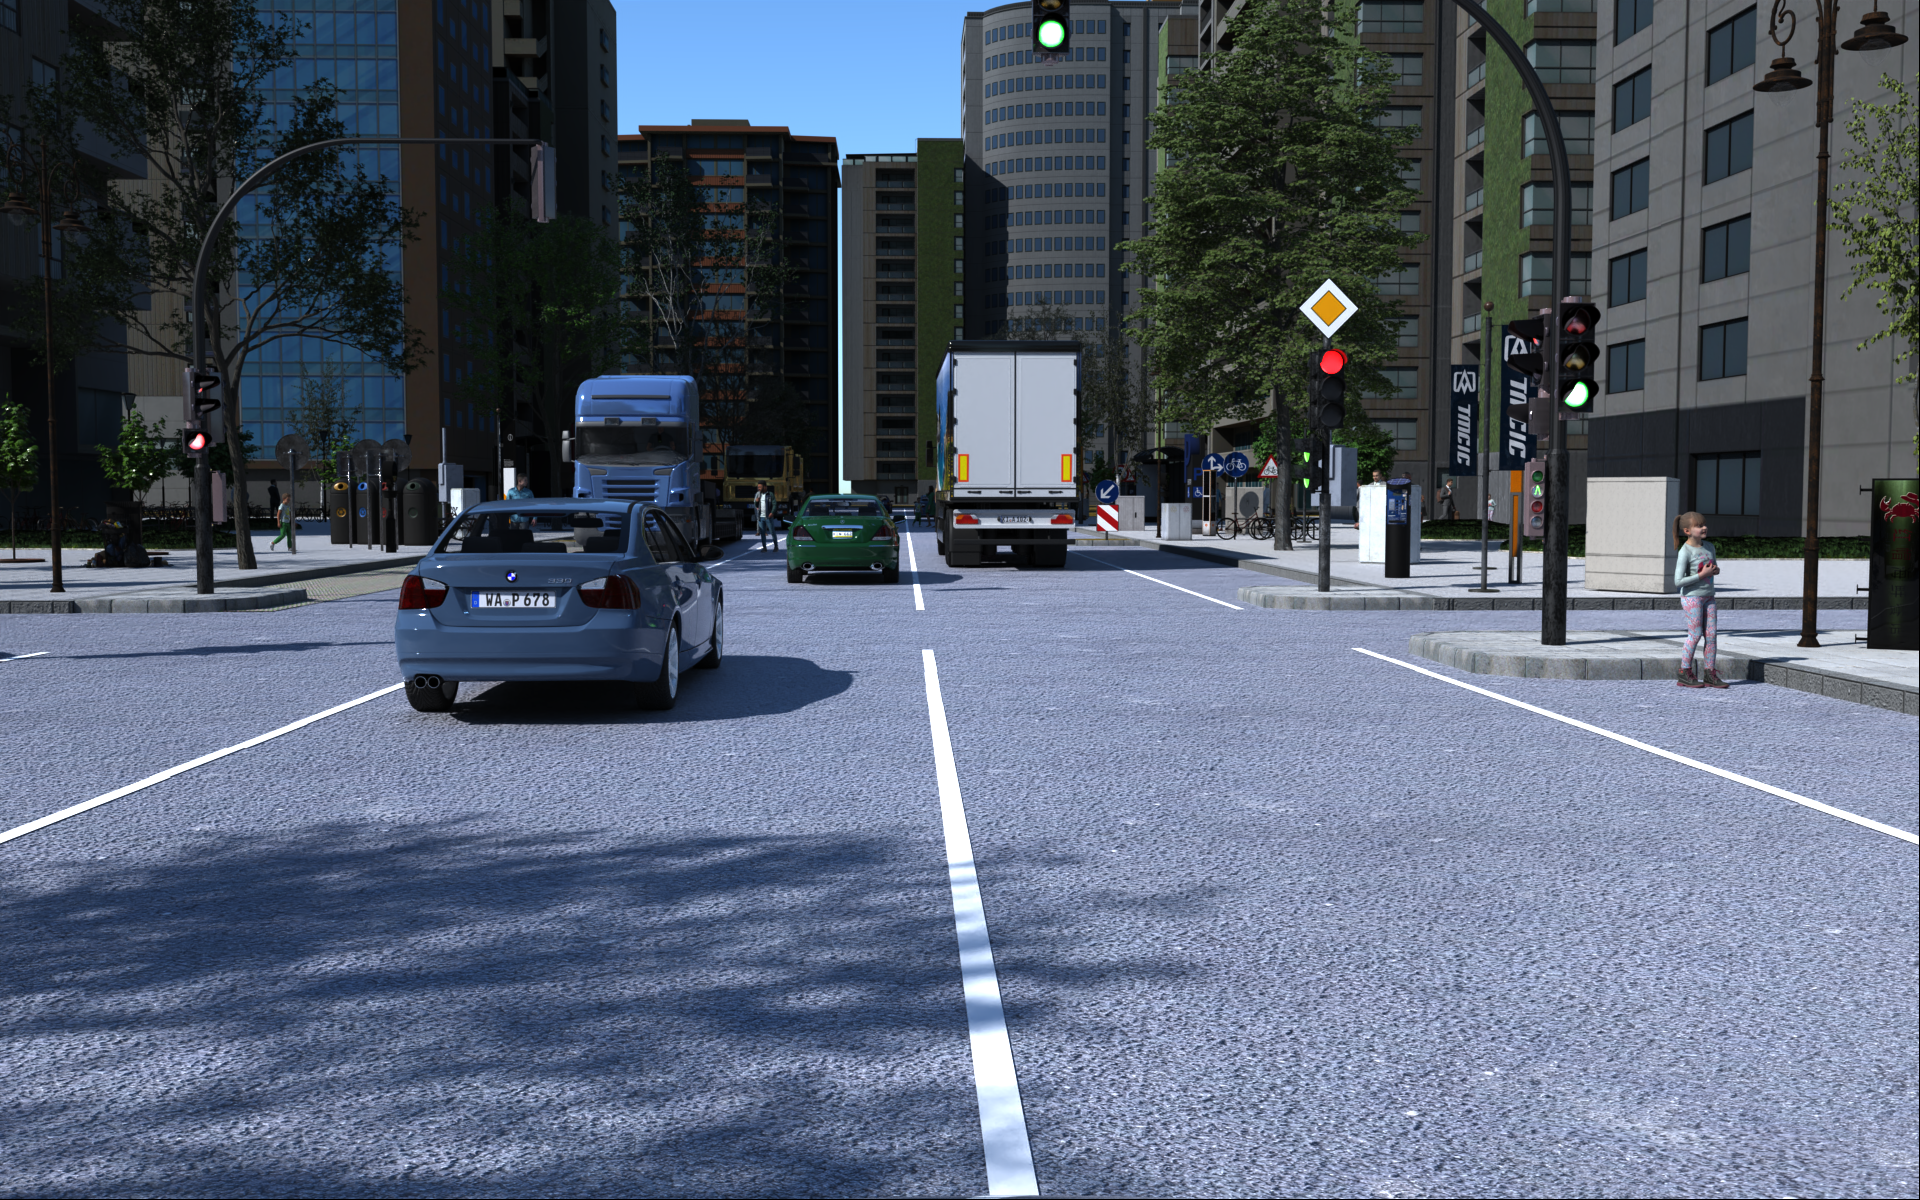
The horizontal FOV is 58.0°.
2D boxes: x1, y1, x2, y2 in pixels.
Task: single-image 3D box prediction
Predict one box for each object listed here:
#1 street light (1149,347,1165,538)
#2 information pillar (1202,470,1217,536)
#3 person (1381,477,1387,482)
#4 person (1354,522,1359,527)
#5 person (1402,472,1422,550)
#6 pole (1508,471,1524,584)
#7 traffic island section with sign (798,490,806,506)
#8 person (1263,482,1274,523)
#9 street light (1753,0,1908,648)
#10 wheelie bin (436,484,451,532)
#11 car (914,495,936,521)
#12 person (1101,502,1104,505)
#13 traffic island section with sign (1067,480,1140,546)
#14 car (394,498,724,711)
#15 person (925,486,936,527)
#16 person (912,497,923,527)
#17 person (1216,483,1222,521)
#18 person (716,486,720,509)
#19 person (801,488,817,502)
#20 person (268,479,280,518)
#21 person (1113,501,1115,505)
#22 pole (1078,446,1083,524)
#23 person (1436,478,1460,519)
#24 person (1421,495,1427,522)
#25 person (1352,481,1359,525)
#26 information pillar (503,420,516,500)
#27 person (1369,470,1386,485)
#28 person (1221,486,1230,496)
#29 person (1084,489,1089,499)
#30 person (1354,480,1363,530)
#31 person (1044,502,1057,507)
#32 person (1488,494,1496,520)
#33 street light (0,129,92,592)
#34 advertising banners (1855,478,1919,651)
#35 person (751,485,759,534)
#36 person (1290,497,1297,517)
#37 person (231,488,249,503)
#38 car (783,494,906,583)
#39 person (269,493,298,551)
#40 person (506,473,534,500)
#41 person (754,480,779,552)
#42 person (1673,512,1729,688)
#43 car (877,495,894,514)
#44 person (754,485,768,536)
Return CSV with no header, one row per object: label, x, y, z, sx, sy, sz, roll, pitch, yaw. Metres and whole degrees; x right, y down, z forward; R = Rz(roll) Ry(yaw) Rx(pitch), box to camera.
street light,5.845,-4.768,50.744,0.468,5.910,1.993,0,4,-2
information pillar,7.604,-2.953,52.778,0.304,2.012,0.304,-3,5,-43
person,12.943,-2.855,52.811,0.616,1.811,0.778,0,4,4
person,11.055,-2.099,45.857,1.012,1.151,0.738,3,5,43
person,10.136,-2.001,39.156,0.661,1.777,0.834,-1,4,-11
pole,7.951,-1.888,24.705,0.158,3.312,0.155,0,3,0
traffic island section with sign,-13.710,-8.704,150.944,1.989,1.847,2.006,0,4,-2
person,13.749,-4.369,77.349,0.818,1.842,0.514,0,4,7
street light,7.135,-2.544,14.381,0.468,5.910,1.993,0,4,-2
wheelie bin,-16.574,-2.910,55.478,0.693,1.594,0.980,1,4,19
car,-1.468,-4.924,92.511,2.014,1.417,4.499,0,4,-1
person,12.916,-9.215,156.715,1.348,1.824,0.705,0,4,2
traffic island section with sign,3.938,-2.446,48.626,1.989,1.847,2.006,0,4,-2
car,-2.800,-0.046,12.758,2.014,1.417,4.499,0,4,-2
person,-1.220,-4.004,74.213,0.529,1.795,0.600,0,4,-1
person,-1.849,-3.834,75.432,0.306,1.304,0.590,-3,5,-40
person,12.337,-4.754,83.626,0.638,1.841,0.748,0,4,1
person,-16.257,-6.678,115.096,0.599,1.838,0.709,3,4,36
person,-9.141,-6.010,106.778,1.348,1.821,0.705,-1,4,-9
person,-28.543,-4.089,72.267,0.648,1.900,0.474,1,4,18
person,9.611,-6.218,107.568,0.709,1.838,0.599,1,4,10
pole,5.164,-4.900,73.959,0.158,3.312,0.155,0,3,0
person,17.194,-3.375,61.196,0.822,1.834,0.622,3,4,38
person,17.949,-3.455,67.195,0.362,1.253,0.373,-2,4,-32
person,15.242,-3.663,66.281,0.601,1.785,0.444,2,4,28
information pillar,-14.207,-3.875,54.705,0.504,3.616,0.183,2,4,32
person,9.072,-1.917,37.508,0.709,1.813,0.853,3,5,40
person,14.957,-5.542,97.224,0.524,1.755,0.480,-1,4,-18
person,11.941,-9.578,163.356,0.721,1.735,1.217,2,4,24
person,14.278,-3.385,61.669,0.678,1.792,0.850,-2,4,-31
person,3.390,-3.412,64.647,0.716,1.782,0.532,-3,5,-40
person,19.589,-3.281,63.969,0.425,1.301,0.394,2,4,27
street light,-11.802,-3.039,22.477,0.468,5.910,1.993,0,4,-2
advertising banners,8.359,-1.079,13.826,2.074,3.025,0.090,2,4,28
person,-7.192,-3.283,62.532,0.624,1.780,0.694,-3,5,-43
person,18.319,-5.465,95.610,0.699,1.804,1.509,2,4,29
person,-26.974,-3.594,64.912,0.679,1.850,0.850,0,4,-3
car,-1.965,-1.074,29.354,2.131,1.459,4.920,0,4,-3
person,-15.191,-1.748,38.869,0.590,1.304,0.306,-1,4,-9
person,-8.656,-1.583,34.250,0.638,1.841,0.748,0,4,3
person,-4.788,-2.071,42.715,0.623,1.781,0.721,1,4,12
person,5.502,-0.003,12.833,0.425,1.301,0.394,-3,5,-41
car,-5.897,-7.051,127.869,1.945,1.354,3.894,0,3,0
person,-6.778,-3.127,59.725,0.635,1.810,0.391,-1,4,-17
